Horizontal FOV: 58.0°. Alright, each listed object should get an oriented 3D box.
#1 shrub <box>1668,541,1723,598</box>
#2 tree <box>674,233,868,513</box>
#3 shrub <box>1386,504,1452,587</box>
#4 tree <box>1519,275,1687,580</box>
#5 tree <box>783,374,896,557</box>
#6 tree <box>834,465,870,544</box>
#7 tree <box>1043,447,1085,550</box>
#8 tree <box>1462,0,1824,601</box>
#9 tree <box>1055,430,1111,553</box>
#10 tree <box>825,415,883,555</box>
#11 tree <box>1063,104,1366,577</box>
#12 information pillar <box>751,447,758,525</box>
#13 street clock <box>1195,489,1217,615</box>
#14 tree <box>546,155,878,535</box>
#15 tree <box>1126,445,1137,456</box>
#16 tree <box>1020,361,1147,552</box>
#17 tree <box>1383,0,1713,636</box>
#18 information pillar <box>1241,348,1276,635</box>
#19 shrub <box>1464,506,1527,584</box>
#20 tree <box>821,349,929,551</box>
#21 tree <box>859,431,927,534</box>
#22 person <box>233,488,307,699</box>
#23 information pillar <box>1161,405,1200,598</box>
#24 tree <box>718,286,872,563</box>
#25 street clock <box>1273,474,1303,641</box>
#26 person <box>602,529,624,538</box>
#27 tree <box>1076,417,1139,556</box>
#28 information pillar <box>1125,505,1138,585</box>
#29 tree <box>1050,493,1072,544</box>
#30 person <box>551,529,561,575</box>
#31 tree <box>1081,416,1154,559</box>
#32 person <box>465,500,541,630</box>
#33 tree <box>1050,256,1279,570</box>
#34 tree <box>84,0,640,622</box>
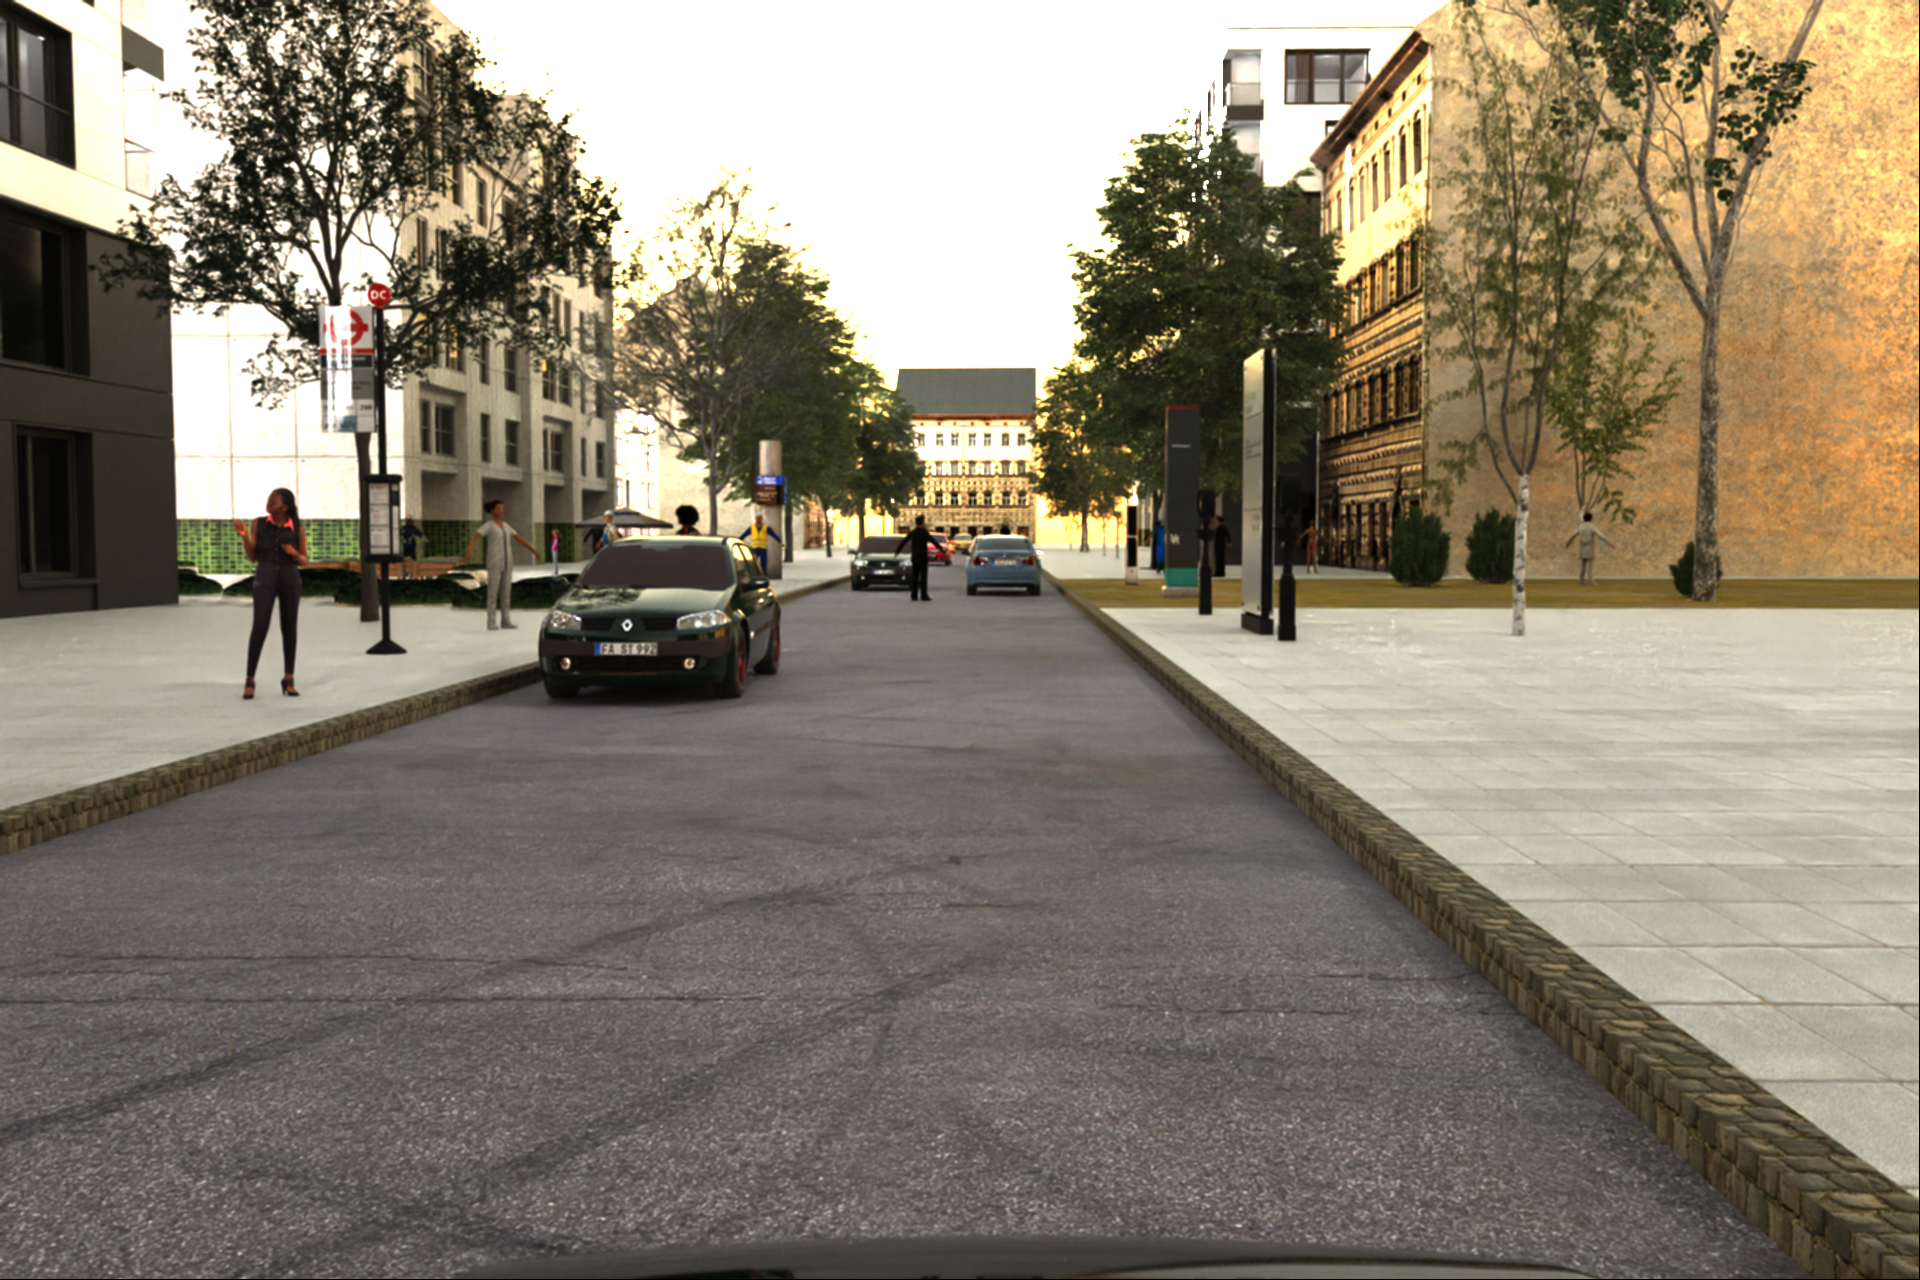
[{"bbox_3d":[14.825,-1.454,34.884,1.383,1.207,1.383,0,3,0],"label":"shrub"},{"bbox_3d":[-7.342,-9.062,66.286,7.486,12.596,7.792,0,3,0],"label":"tree"},{"bbox_3d":[11.170,-2.310,42.187,1.690,2.028,1.600,0,3,0],"label":"shrub"},{"bbox_3d":[17.667,-5.999,48.443,4.737,8.622,4.395,0,3,0],"label":"tree"},{"bbox_3d":[-7.410,-9.870,95.782,8.767,10.594,7.601,-2,4,-35],"label":"tree"},{"bbox_3d":[-15.620,-19.231,224.797,12.009,13.543,11.850,0,3,0],"label":"tree"},{"bbox_3d":[8.559,-11.355,136.016,4.737,8.622,4.395,0,3,0],"label":"tree"},{"bbox_3d":[13.146,-10.866,33.545,12.611,20.169,13.585,0,3,0],"label":"tree"},{"bbox_3d":[8.437,-10.143,116.207,4.360,8.622,3.978,0,3,0],"label":"tree"},{"bbox_3d":[-6.931,-9.460,105.029,4.360,8.622,3.978,0,3,0],"label":"tree"},{"bbox_3d":[7.541,-8.883,51.887,9.857,13.997,8.962,0,3,0],"label":"tree"},{"bbox_3d":[-5.496,-3.365,46.376,0.183,3.616,0.504,0,4,3],"label":"information pillar"},{"bbox_3d":[3.914,-1.407,27.572,0.358,2.002,0.471,0,4,1],"label":"street clock"},{"bbox_3d":[-7.845,-8.878,55.526,12.009,13.543,11.850,0,3,0],"label":"tree"},{"bbox_3d":[23.858,-22.387,221.910,12.611,20.169,13.585,0,3,0],"label":"tree"},{"bbox_3d":[9.056,-13.412,125.940,9.857,13.997,8.962,0,3,0],"label":"tree"},{"bbox_3d":[6.935,-4.351,21.497,4.360,8.622,3.978,0,3,0],"label":"tree"},{"bbox_3d":[3.918,-1.923,22.759,0.184,3.620,1.656,0,4,1],"label":"information pillar"},{"bbox_3d":[13.797,-2.462,44.673,1.690,2.028,1.600,0,3,0],"label":"shrub"},{"bbox_3d":[-6.669,-12.973,118.769,9.857,13.997,8.962,0,3,0],"label":"tree"},{"bbox_3d":[-5.786,-12.374,136.730,7.601,10.594,8.767,-3,5,-42],"label":"tree"},{"bbox_3d":[-5.391,-0.372,13.601,0.415,1.643,0.593,1,4,22],"label":"person"},{"bbox_3d":[4.496,-2.797,35.117,0.750,3.857,0.750,0,4,1],"label":"information pillar"},{"bbox_3d":[-7.613,-9.796,78.289,7.486,12.596,7.792,0,3,0],"label":"tree"},{"bbox_3d":[3.941,-0.994,20.830,0.358,2.002,0.471,0,4,2],"label":"street clock"},{"bbox_3d":[-14.071,-3.914,69.760,1.354,1.858,0.705,0,4,-2],"label":"person"},{"bbox_3d":[8.333,-9.220,101.115,4.360,8.622,3.978,0,3,0],"label":"tree"},{"bbox_3d":[4.354,-2.411,43.913,0.304,2.012,0.304,0,4,1],"label":"information pillar"},{"bbox_3d":[14.271,-16.894,226.576,4.360,8.622,3.978,0,3,0],"label":"tree"},{"bbox_3d":[-12.674,-2.733,53.955,0.599,1.433,0.991,-1,4,-13],"label":"person"},{"bbox_3d":[7.996,-8.563,90.374,4.360,8.622,3.978,0,3,0],"label":"tree"},{"bbox_3d":[-6.158,-1.011,23.303,0.721,1.739,1.217,3,4,38],"label":"person"},{"bbox_3d":[7.310,-8.394,62.989,9.928,11.665,9.643,0,3,0],"label":"tree"},{"bbox_3d":[-8.607,-5.569,25.463,8.767,10.594,7.601,0,4,5],"label":"tree"}]
